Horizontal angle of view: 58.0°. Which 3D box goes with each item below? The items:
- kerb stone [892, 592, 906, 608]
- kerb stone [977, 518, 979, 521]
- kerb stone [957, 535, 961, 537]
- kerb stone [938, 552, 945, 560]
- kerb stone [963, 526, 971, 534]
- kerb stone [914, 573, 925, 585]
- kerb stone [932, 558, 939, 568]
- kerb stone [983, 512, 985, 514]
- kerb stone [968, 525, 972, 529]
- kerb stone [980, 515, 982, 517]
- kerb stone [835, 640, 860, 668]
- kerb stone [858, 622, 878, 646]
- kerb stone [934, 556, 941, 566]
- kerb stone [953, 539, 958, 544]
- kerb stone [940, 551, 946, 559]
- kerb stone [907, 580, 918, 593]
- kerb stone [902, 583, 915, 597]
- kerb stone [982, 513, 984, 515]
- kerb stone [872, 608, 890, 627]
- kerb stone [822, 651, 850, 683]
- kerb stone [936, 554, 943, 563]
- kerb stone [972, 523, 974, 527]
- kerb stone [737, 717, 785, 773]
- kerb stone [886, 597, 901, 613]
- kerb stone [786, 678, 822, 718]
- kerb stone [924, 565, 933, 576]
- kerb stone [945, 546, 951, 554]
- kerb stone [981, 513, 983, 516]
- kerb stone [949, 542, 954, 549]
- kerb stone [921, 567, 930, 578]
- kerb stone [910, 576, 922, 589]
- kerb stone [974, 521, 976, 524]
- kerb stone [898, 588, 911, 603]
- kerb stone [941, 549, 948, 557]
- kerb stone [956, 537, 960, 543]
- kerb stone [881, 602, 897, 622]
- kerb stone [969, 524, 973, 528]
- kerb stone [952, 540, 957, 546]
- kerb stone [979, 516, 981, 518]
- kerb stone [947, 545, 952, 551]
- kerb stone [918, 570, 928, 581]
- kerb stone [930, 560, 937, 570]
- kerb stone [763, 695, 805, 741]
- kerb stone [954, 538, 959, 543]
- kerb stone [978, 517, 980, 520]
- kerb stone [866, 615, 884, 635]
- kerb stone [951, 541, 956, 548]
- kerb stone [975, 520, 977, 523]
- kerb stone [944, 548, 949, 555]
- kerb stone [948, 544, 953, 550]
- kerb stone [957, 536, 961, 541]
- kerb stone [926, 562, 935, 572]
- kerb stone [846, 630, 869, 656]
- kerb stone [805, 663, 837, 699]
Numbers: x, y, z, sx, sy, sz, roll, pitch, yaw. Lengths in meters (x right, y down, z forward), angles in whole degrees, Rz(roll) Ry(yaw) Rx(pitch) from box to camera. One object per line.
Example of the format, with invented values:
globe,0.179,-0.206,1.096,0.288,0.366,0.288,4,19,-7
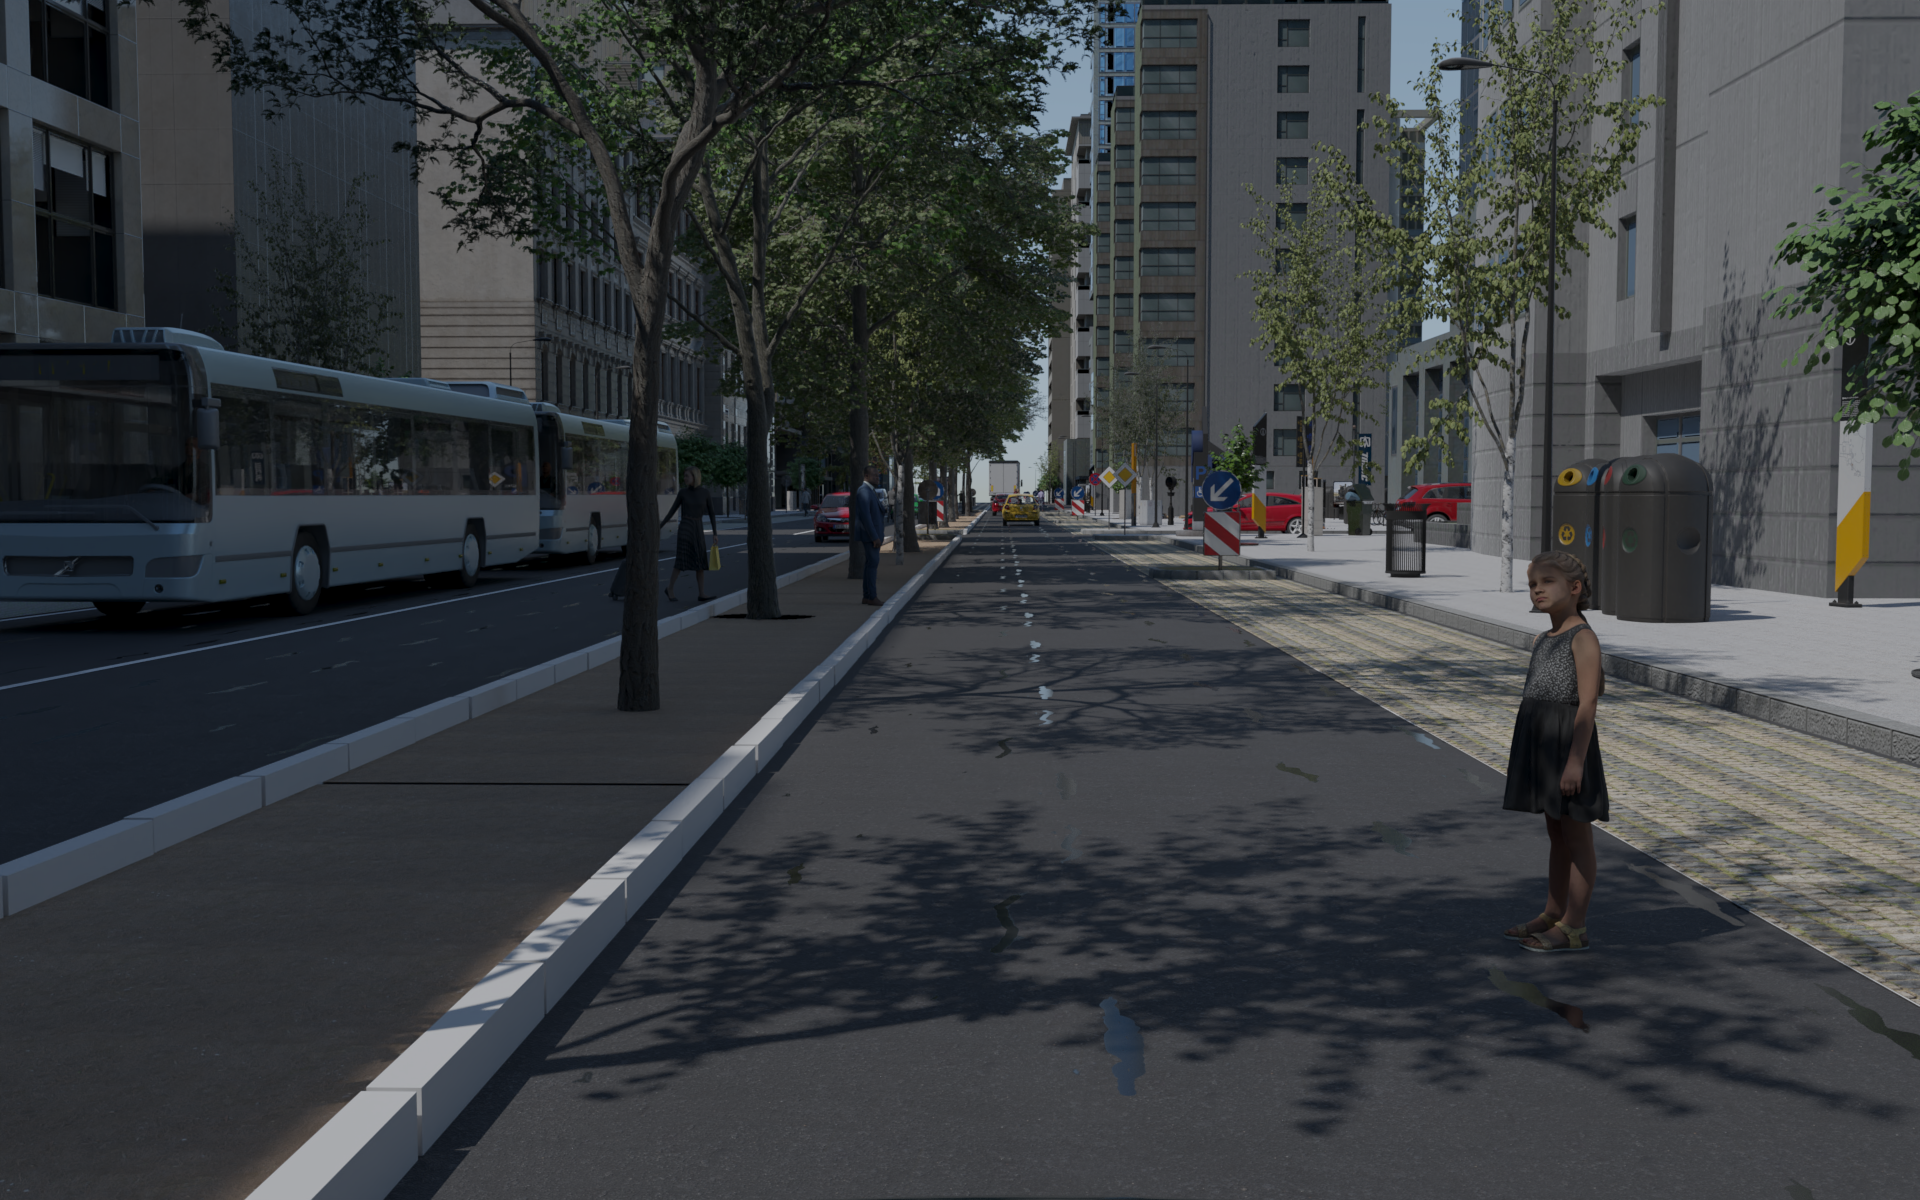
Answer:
kerb stone,-0.793,0.032,21.684,0.120,0.150,1.000,0,4,1
kerb stone,0.727,-3.822,84.714,0.120,0.150,1.000,0,4,1
kerb stone,-0.100,-1.724,50.385,0.120,0.150,1.000,0,4,1
kerb stone,-0.446,-0.847,36.047,0.120,0.150,1.000,0,4,1
kerb stone,0.255,-2.627,65.253,0.120,0.150,1.000,0,4,1
kerb stone,-0.670,-0.282,26.813,0.120,0.150,1.000,0,4,1
kerb stone,-0.518,-0.659,32.965,0.120,0.150,1.000,0,4,1
kerb stone,1.328,-5.326,109.316,0.120,0.150,1.000,0,4,1
kerb stone,0.284,-2.696,66.274,0.120,0.150,1.000,0,4,1
kerb stone,1.005,-4.513,96.011,0.120,0.150,1.000,0,4,1
kerb stone,-0.959,0.471,14.501,0.120,0.150,1.000,0,4,1
kerb stone,-0.905,0.345,16.556,0.120,0.150,1.000,0,4,1
kerb stone,-0.492,-0.720,33.995,0.120,0.150,1.000,0,4,1
kerb stone,-0.199,-1.474,46.296,0.120,0.150,1.000,0,4,1
kerb stone,-0.427,-0.907,37.069,0.120,0.150,1.000,0,4,1
kerb stone,-0.714,-0.154,24.757,0.120,0.150,1.000,0,4,1
kerb stone,-0.739,-0.093,23.730,0.120,0.150,1.000,0,4,1
kerb stone,1.207,-5.015,104.194,0.120,0.150,1.000,0,4,1
kerb stone,-0.870,0.219,18.618,0.120,0.150,1.000,0,4,1
kerb stone,-0.981,0.534,13.472,0.120,0.150,1.000,0,4,1
kerb stone,-0.463,-0.784,35.021,0.120,0.150,1.000,0,4,1
kerb stone,0.387,-2.946,70.380,0.120,0.150,1.000,0,4,1
kerb stone,-1.083,0.784,9.377,0.120,0.150,1.000,0,4,1
kerb stone,-0.820,0.094,20.662,0.120,0.150,1.000,0,4,1
kerb stone,-1.043,0.659,11.424,0.120,0.150,1.000,0,4,1
kerb stone,-0.589,-0.470,29.885,0.120,0.150,1.000,0,4,1
kerb stone,-0.350,-1.097,40.135,0.120,0.150,1.000,0,4,1
kerb stone,1.154,-4.890,102.148,0.120,0.150,1.000,0,4,1
kerb stone,-0.277,-1.284,43.219,0.120,0.150,1.000,0,4,1
kerb stone,-0.616,-0.404,28.857,0.120,0.150,1.000,0,4,1
kerb stone,-0.692,-0.219,25.783,0.120,0.150,1.000,0,4,1
kerb stone,0.508,-3.261,75.506,0.120,0.150,1.000,0,4,1
kerb stone,-0.769,-0.026,22.706,0.120,0.150,1.000,0,4,1
kerb stone,-0.388,-0.967,38.091,0.120,0.150,1.000,0,4,1
kerb stone,-0.143,-1.599,48.340,0.120,0.150,1.000,0,4,1
kerb stone,-0.835,0.160,19.640,0.120,0.150,1.000,0,4,1
kerb stone,0.335,-2.818,68.321,0.120,0.150,1.000,0,4,1
kerb stone,-0.222,-1.411,45.267,0.120,0.150,1.000,0,4,1
kerb stone,0.887,-4.199,90.881,0.120,0.150,1.000,0,4,1
kerb stone,-0.317,-1.160,41.165,0.120,0.150,1.000,0,4,1
kerb stone,-0.638,-0.341,27.835,0.120,0.150,1.000,0,4,1
kerb stone,-0.550,-0.593,31.935,0.120,0.150,1.000,0,4,1
kerb stone,-1.065,0.721,10.399,0.120,0.150,1.000,0,4,1
kerb stone,-0.173,-1.536,47.318,0.120,0.150,1.000,0,4,1
kerb stone,0.806,-4.010,87.806,0.120,0.150,1.000,0,4,1
kerb stone,-0.889,0.289,17.581,0.120,0.150,1.000,0,4,1
kerb stone,-0.246,-1.349,44.245,0.120,0.150,1.000,0,4,1
kerb stone,0.582,-3.448,78.576,0.120,0.150,1.000,0,4,1
kerb stone,-0.375,-1.032,39.113,0.120,0.150,1.000,0,4,1
kerb stone,-0.296,-1.220,42.187,0.120,0.150,1.000,0,4,1
kerb stone,-0.128,-1.662,49.362,0.120,0.150,1.000,0,4,1
kerb stone,-0.565,-0.533,30.913,0.120,0.150,1.000,0,4,1
kerb stone,-0.937,0.408,15.530,0.120,0.150,1.000,0,4,1
kerb stone,-1.014,0.596,12.447,0.120,0.150,1.000,0,4,1
